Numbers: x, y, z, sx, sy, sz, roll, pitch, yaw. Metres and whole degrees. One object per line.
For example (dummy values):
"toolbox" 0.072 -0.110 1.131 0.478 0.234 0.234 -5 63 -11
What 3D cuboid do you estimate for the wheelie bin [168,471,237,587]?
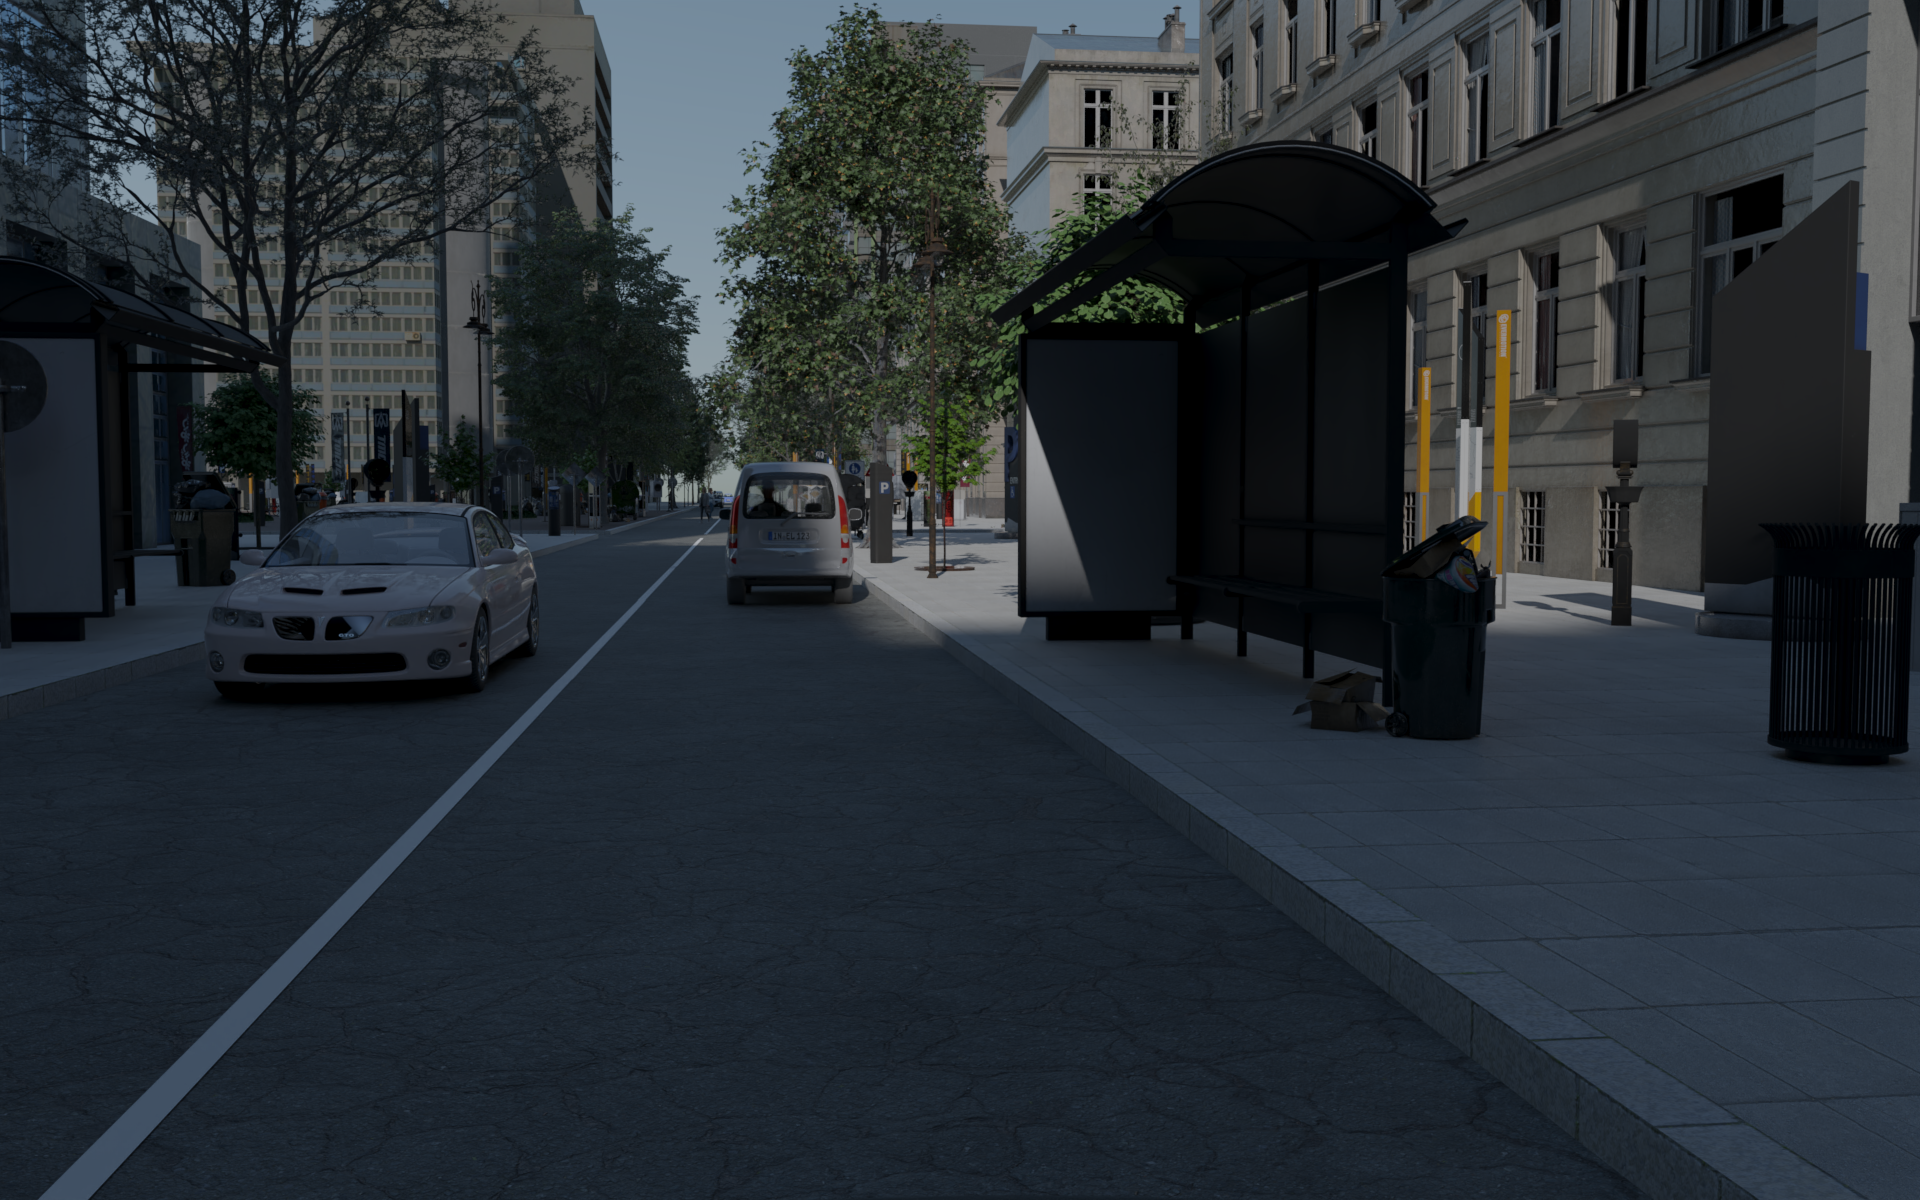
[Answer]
"wheelie bin" -10.561 -0.994 24.166 0.980 1.594 0.693 1 4 23

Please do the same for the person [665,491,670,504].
"person" -36.385 -12.758 217.237 1.348 1.807 0.705 2 4 24

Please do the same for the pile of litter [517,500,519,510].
"pile of litter" -31.017 -6.678 123.150 1.176 0.858 1.719 -2 4 -28

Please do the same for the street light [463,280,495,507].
"street light" -10.395 -3.960 37.541 0.468 5.910 1.993 0 4 -7

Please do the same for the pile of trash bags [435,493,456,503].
"pile of trash bags" -31.454 -5.852 105.433 1.912 1.369 3.447 0 4 3

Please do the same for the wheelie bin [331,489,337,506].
"wheelie bin" -36.784 -5.694 101.011 0.980 1.594 0.693 0 4 8

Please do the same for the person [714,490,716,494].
"person" -26.276 -10.851 185.916 0.705 1.824 1.348 0 4 4

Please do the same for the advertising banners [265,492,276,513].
"advertising banners" -47.637 -7.586 120.218 0.090 3.025 2.074 1 4 21

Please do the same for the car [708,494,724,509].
"car" -24.551 -9.989 173.104 2.009 1.686 4.222 0 4 -5

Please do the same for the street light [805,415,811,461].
"street light" -7.110 -6.571 80.217 0.468 5.910 1.993 0 4 -7

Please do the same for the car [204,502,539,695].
"car" -4.533 -0.095 13.919 2.083 1.381 4.827 0 4 -6

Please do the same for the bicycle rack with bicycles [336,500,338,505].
"bicycle rack with bicycles" -37.521 -5.562 104.328 2.925 0.926 2.852 2 4 26

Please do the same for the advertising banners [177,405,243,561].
"advertising banners" -14.664 -2.300 33.794 2.074 3.025 0.090 2 4 35

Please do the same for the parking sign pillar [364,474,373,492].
"parking sign pillar" -44.185 -8.669 130.213 1.447 3.967 1.447 2 4 31

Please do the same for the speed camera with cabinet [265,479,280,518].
"speed camera with cabinet" -40.942 -6.719 104.190 2.038 3.252 0.660 3 4 36

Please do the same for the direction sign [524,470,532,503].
"direction sign" -26.573 -7.057 107.385 0.876 3.537 0.379 -2 4 -34

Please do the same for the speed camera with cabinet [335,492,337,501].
"speed camera with cabinet" -44.240 -7.894 123.396 0.660 3.252 2.038 -3 5 -39

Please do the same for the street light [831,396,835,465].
"street light" -4.020 -5.016 54.795 0.468 5.910 1.993 0 4 -7

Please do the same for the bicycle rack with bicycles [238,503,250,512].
"bicycle rack with bicycles" -50.086 -6.801 124.580 2.852 0.926 2.925 -2 4 -29

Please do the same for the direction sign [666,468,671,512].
"direction sign" -21.310 -8.234 126.624 0.379 3.537 0.876 -1 4 -9

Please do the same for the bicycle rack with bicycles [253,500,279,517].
"bicycle rack with bicycles" -38.956 -5.277 99.658 2.925 0.926 2.852 -1 4 -16

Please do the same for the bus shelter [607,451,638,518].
"bus shelter" -18.925 -6.451 96.750 1.731 3.624 6.357 0 4 -7

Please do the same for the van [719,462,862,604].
"van" -2.340 -1.033 23.901 2.013 2.044 4.112 0 4 -5

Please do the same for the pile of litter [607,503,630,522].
"pile of litter" -15.772 -4.017 79.650 1.176 0.858 1.719 -1 4 -18

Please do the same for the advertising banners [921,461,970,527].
"advertising banners" -0.497 -4.376 67.733 2.074 3.025 0.090 -1 4 -13

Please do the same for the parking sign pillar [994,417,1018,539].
"parking sign pillar" 1.698 -3.751 49.805 1.447 3.967 1.447 -1 4 -18

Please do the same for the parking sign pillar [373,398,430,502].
"parking sign pillar" -15.580 -3.713 49.183 1.447 3.967 1.447 3 5 45

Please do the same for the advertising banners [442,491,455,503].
"advertising banners" -29.208 -6.323 99.568 0.090 3.025 2.074 1 4 14

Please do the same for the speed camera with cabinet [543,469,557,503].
"speed camera with cabinet" -27.494 -7.447 116.094 0.660 3.252 2.038 -2 4 -25

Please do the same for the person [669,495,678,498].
"person" -35.718 -12.622 215.654 1.217 1.735 0.721 0 4 -2

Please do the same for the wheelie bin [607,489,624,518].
"wheelie bin" -17.741 -4.980 89.332 0.980 1.594 0.693 -1 4 -23

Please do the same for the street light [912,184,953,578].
"street light" -0.419 -3.269 26.230 0.468 5.910 1.993 0 4 -7

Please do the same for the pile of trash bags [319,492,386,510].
"pile of trash bags" -28.278 -4.297 80.010 3.447 1.369 1.912 1 4 12

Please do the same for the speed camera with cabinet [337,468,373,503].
"speed camera with cabinet" -39.747 -7.318 113.993 2.038 3.252 0.660 0 4 7

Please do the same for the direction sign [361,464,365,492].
"direction sign" -45.542 -8.577 132.228 0.379 3.537 0.876 0 4 -1

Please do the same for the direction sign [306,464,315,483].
"direction sign" -48.581 -8.413 129.557 0.379 3.537 0.876 1 4 23

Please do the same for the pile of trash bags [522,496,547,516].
"pile of trash bags" -24.369 -5.620 101.634 3.447 1.369 1.912 3 4 38

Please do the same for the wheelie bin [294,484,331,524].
"wheelie bin" -19.597 -2.694 51.947 0.693 1.594 0.980 2 4 31

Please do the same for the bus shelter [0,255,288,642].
"bus shelter" -8.505 -1.439 17.444 2.014 3.302 5.546 0 4 -7

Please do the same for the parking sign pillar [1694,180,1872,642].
"parking sign pillar" 7.456 -1.660 15.613 1.447 3.967 1.447 -2 4 -32

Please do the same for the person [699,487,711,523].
"person" -12.524 -4.688 85.329 0.709 1.800 0.728 2 4 32

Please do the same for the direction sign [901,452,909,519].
"direction sign" -2.807 -5.914 88.692 0.379 3.537 0.876 2 4 26

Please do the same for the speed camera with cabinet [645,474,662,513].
"speed camera with cabinet" -21.444 -7.604 118.654 2.038 3.252 0.660 -2 4 -33

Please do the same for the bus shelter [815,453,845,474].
"bus shelter" -6.951 -5.775 88.347 2.014 3.302 5.546 0 4 -7

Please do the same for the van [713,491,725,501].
"van" -31.672 -13.415 226.341 2.013 2.044 4.112 0 4 -7

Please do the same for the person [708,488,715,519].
"person" -14.135 -5.477 98.312 0.793 1.790 0.793 -2 4 -27

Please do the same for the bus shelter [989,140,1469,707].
"bus shelter" 1.596 -1.147 12.683 2.014 3.302 5.546 0 4 -7

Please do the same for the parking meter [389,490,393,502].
"parking meter" -38.147 -6.606 116.415 0.372 1.533 0.369 0 3 0

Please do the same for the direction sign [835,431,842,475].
"direction sign" -4.387 -4.309 62.456 0.379 3.537 0.876 -1 4 -18

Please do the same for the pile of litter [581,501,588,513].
"pile of litter" -25.740 -6.330 117.462 1.176 0.858 1.719 -1 4 -22

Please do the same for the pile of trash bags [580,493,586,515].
"pile of trash bags" -23.985 -6.022 108.210 3.447 1.369 1.912 -2 4 -31

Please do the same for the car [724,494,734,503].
"car" -36.339 -16.029 271.668 1.945 1.707 3.694 0 4 -7

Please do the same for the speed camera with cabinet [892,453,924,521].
"speed camera with cabinet" -2.471 -5.431 83.126 2.038 3.252 0.660 3 4 36
